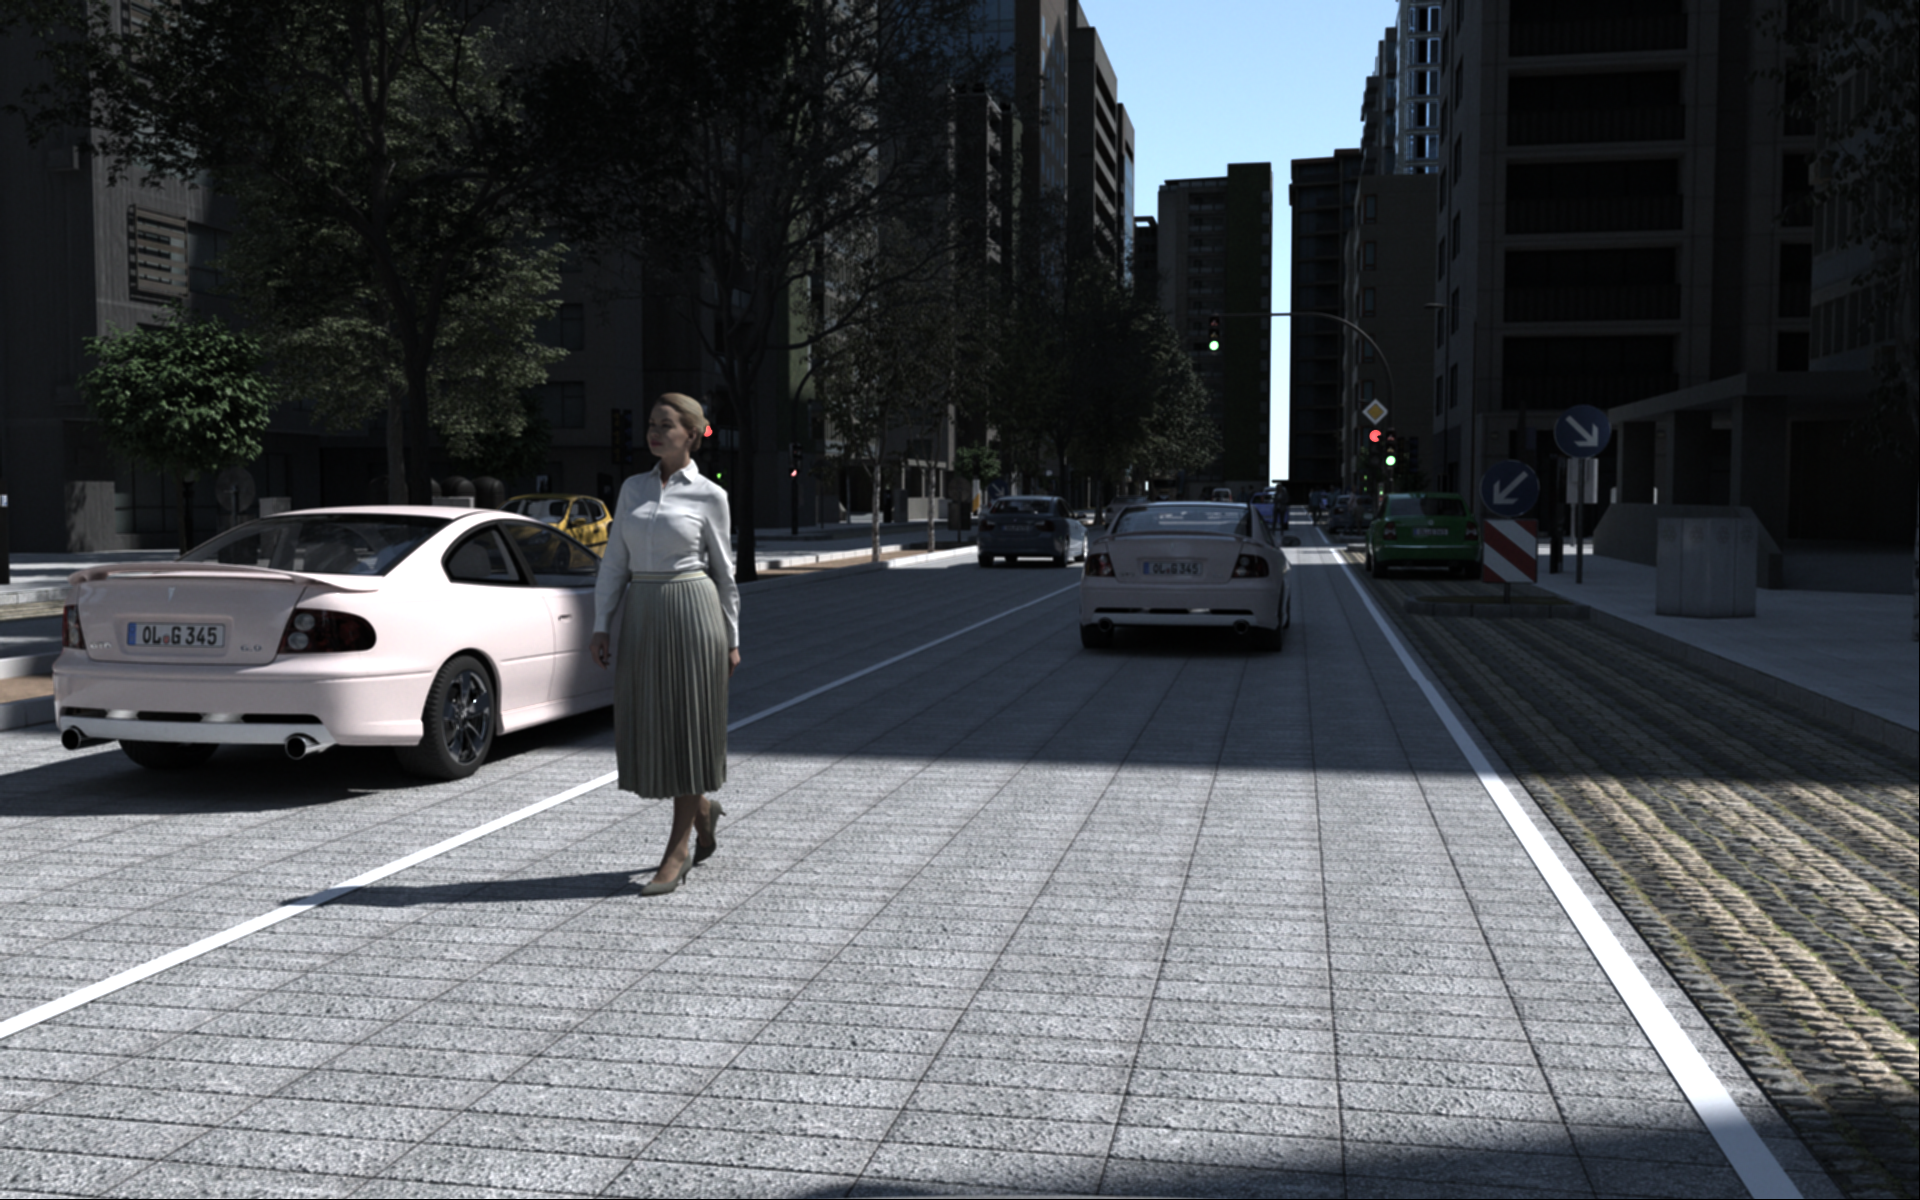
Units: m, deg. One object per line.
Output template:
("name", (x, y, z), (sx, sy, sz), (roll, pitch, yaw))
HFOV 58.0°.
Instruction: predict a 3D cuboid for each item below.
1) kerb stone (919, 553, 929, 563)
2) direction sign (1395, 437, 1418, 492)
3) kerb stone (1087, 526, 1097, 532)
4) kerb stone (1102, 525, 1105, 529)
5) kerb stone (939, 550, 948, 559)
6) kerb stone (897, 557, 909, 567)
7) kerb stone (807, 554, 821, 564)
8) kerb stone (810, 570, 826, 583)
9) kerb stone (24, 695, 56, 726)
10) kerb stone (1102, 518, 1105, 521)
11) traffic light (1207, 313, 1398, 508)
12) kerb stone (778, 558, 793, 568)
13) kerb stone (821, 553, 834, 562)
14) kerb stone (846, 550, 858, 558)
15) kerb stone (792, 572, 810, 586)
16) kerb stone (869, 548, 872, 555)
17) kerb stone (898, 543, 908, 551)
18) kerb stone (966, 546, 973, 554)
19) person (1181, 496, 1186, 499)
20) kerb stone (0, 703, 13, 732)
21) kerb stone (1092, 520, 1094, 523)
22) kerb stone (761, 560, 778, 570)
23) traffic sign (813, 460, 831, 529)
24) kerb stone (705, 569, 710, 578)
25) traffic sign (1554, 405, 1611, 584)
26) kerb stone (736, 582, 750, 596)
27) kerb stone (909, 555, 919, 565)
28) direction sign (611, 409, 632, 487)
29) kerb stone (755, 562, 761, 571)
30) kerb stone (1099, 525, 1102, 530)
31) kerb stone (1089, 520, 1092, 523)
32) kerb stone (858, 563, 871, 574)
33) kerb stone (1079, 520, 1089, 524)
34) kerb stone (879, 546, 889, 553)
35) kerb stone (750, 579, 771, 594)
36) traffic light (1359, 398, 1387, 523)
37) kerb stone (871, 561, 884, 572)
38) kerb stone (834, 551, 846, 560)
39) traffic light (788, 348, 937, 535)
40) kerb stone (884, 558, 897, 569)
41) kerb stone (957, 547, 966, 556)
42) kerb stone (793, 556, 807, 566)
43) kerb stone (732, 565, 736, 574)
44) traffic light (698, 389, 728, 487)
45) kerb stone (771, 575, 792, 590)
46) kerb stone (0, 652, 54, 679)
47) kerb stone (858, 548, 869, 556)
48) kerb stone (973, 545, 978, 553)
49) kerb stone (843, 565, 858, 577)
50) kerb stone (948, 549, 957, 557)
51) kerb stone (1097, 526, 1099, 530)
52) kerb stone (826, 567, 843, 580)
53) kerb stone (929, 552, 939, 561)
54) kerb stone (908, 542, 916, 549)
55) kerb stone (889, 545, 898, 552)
("kerb stone", (-0.858, -0.865, 36.335), (0.120, 0.150, 1.000), (1, 4, 11))
("direction sign", (17.718, -4.694, 68.748), (0.876, 3.537, 0.379), (2, 4, 26))
("kerb stone", (5.075, -2.745, 67.073), (0.120, 0.150, 1.000), (1, 4, 11))
("kerb stone", (5.653, -2.929, 70.091), (0.120, 0.150, 1.000), (1, 4, 11))
("kerb stone", (-0.470, -0.988, 38.344), (0.120, 0.150, 1.000), (1, 4, 11))
("kerb stone", (-1.236, -0.742, 34.320), (0.120, 0.150, 1.000), (1, 4, 11))
("kerb stone", (-3.114, -0.828, 35.735), (0.120, 0.150, 1.000), (1, 4, 11))
("kerb stone", (-2.421, -0.373, 28.288), (0.120, 0.150, 1.000), (1, 4, 11))
("kerb stone", (-5.711, 0.674, 11.173), (0.120, 0.150, 1.000), (1, 4, 11))
("kerb stone", (7.862, -4.309, 92.643), (0.120, 0.150, 1.000), (1, 4, 11))
("traffic light", (8.593, -4.201, 43.356), (4.771, 5.953, 1.251), (1, 4, 11))
("kerb stone", (-3.504, -0.704, 33.719), (0.120, 0.150, 1.000), (1, 4, 11))
("kerb stone", (-2.921, -0.890, 36.739), (0.120, 0.150, 1.000), (1, 4, 11))
("kerb stone", (-2.530, -1.009, 38.750), (0.120, 0.150, 1.000), (1, 4, 11))
("kerb stone", (-2.599, -0.311, 27.281), (0.120, 0.150, 1.000), (1, 4, 11))
("kerb stone", (-2.137, -1.133, 40.756), (0.120, 0.150, 1.000), (1, 4, 11))
("kerb stone", (-1.555, -1.317, 43.773), (0.120, 0.150, 1.000), (1, 4, 11))
("kerb stone", (0.108, -1.172, 41.355), (0.120, 0.150, 1.000), (1, 4, 11))
("person", (25.728, -11.770, 200.881), (1.348, 1.831, 0.705), (-3, 4, -37))
("kerb stone", (-5.899, 0.736, 10.163), (0.120, 0.150, 1.000), (1, 4, 11))
("kerb stone", (6.307, -3.815, 84.590), (0.120, 0.150, 1.000), (1, 4, 11))
("kerb stone", (-3.695, -0.643, 32.715), (0.120, 0.150, 1.000), (1, 4, 11))
("traffic sign", (-5.083, -3.898, 63.833), (0.768, 2.556, 0.104), (1, 4, 14))
("kerb stone", (-4.282, -0.458, 29.686), (0.120, 0.150, 1.000), (1, 4, 11))
("traffic sign", (8.884, -1.509, 24.774), (0.768, 2.556, 0.104), (1, 4, 19))
("kerb stone", (-3.188, -0.127, 24.268), (0.120, 0.150, 1.000), (1, 4, 11))
("kerb stone", (-1.052, -0.797, 35.326), (0.120, 0.150, 1.000), (1, 4, 11))
("direction sign", (-9.022, -3.320, 46.277), (0.379, 3.537, 0.876), (2, 4, 25))
("kerb stone", (-3.893, -0.578, 31.706), (0.120, 0.150, 1.000), (1, 4, 11))
("kerb stone", (5.458, -2.865, 69.081), (0.120, 0.150, 1.000), (1, 4, 11))
("kerb stone", (6.121, -3.755, 83.583), (0.120, 0.150, 1.000), (1, 4, 11))
("kerb stone", (-1.829, -0.558, 31.312), (0.120, 0.150, 1.000), (1, 4, 11))
("kerb stone", (5.925, -3.693, 82.569), (0.120, 0.150, 1.000), (1, 4, 11))
("kerb stone", (-1.947, -1.197, 41.760), (0.120, 0.150, 1.000), (1, 4, 11))
("kerb stone", (-2.994, -0.188, 25.273), (0.120, 0.150, 1.000), (1, 4, 11))
("traffic light", (12.176, -3.793, 50.943), (0.839, 4.253, 0.868), (1, 4, 11))
("kerb stone", (-1.637, -0.619, 32.316), (0.120, 0.150, 1.000), (1, 4, 11))
("kerb stone", (-2.727, -0.951, 37.747), (0.120, 0.150, 1.000), (1, 4, 11))
("traffic light", (-3.100, -4.846, 53.898), (4.771, 5.953, 1.251), (1, 4, 11))
("kerb stone", (-1.434, -0.669, 33.318), (0.120, 0.150, 1.000), (1, 4, 11))
("kerb stone", (-0.082, -1.110, 40.351), (0.120, 0.150, 1.000), (1, 4, 11))
("kerb stone", (-3.308, -0.761, 34.731), (0.120, 0.150, 1.000), (1, 4, 11))
("kerb stone", (-4.086, -0.518, 30.697), (0.120, 0.150, 1.000), (1, 4, 11))
("traffic light", (-6.682, -3.517, 46.418), (0.839, 4.253, 0.868), (1, 4, 11))
("kerb stone", (-2.795, -0.248, 26.276), (0.120, 0.150, 1.000), (1, 4, 11))
("kerb stone", (-7.383, 0.527, 13.571), (0.120, 0.150, 1.000), (1, 4, 11))
("kerb stone", (-2.334, -1.074, 39.753), (0.120, 0.150, 1.000), (1, 4, 11))
("kerb stone", (0.304, -1.232, 42.358), (0.120, 0.150, 1.000), (1, 4, 11))
("kerb stone", (-2.012, -0.496, 30.304), (0.120, 0.150, 1.000), (1, 4, 11))
("kerb stone", (-0.280, -1.046, 39.348), (0.120, 0.150, 1.000), (1, 4, 11))
("kerb stone", (5.261, -2.802, 68.078), (0.120, 0.150, 1.000), (1, 4, 11))
("kerb stone", (-2.217, -0.430, 29.296), (0.120, 0.150, 1.000), (1, 4, 11))
("kerb stone", (-0.658, -0.926, 37.339), (0.120, 0.150, 1.000), (1, 4, 11))
("kerb stone", (-1.364, -1.381, 44.777), (0.120, 0.150, 1.000), (1, 4, 11))
("kerb stone", (-1.757, -1.258, 42.764), (0.120, 0.150, 1.000), (1, 4, 11))
